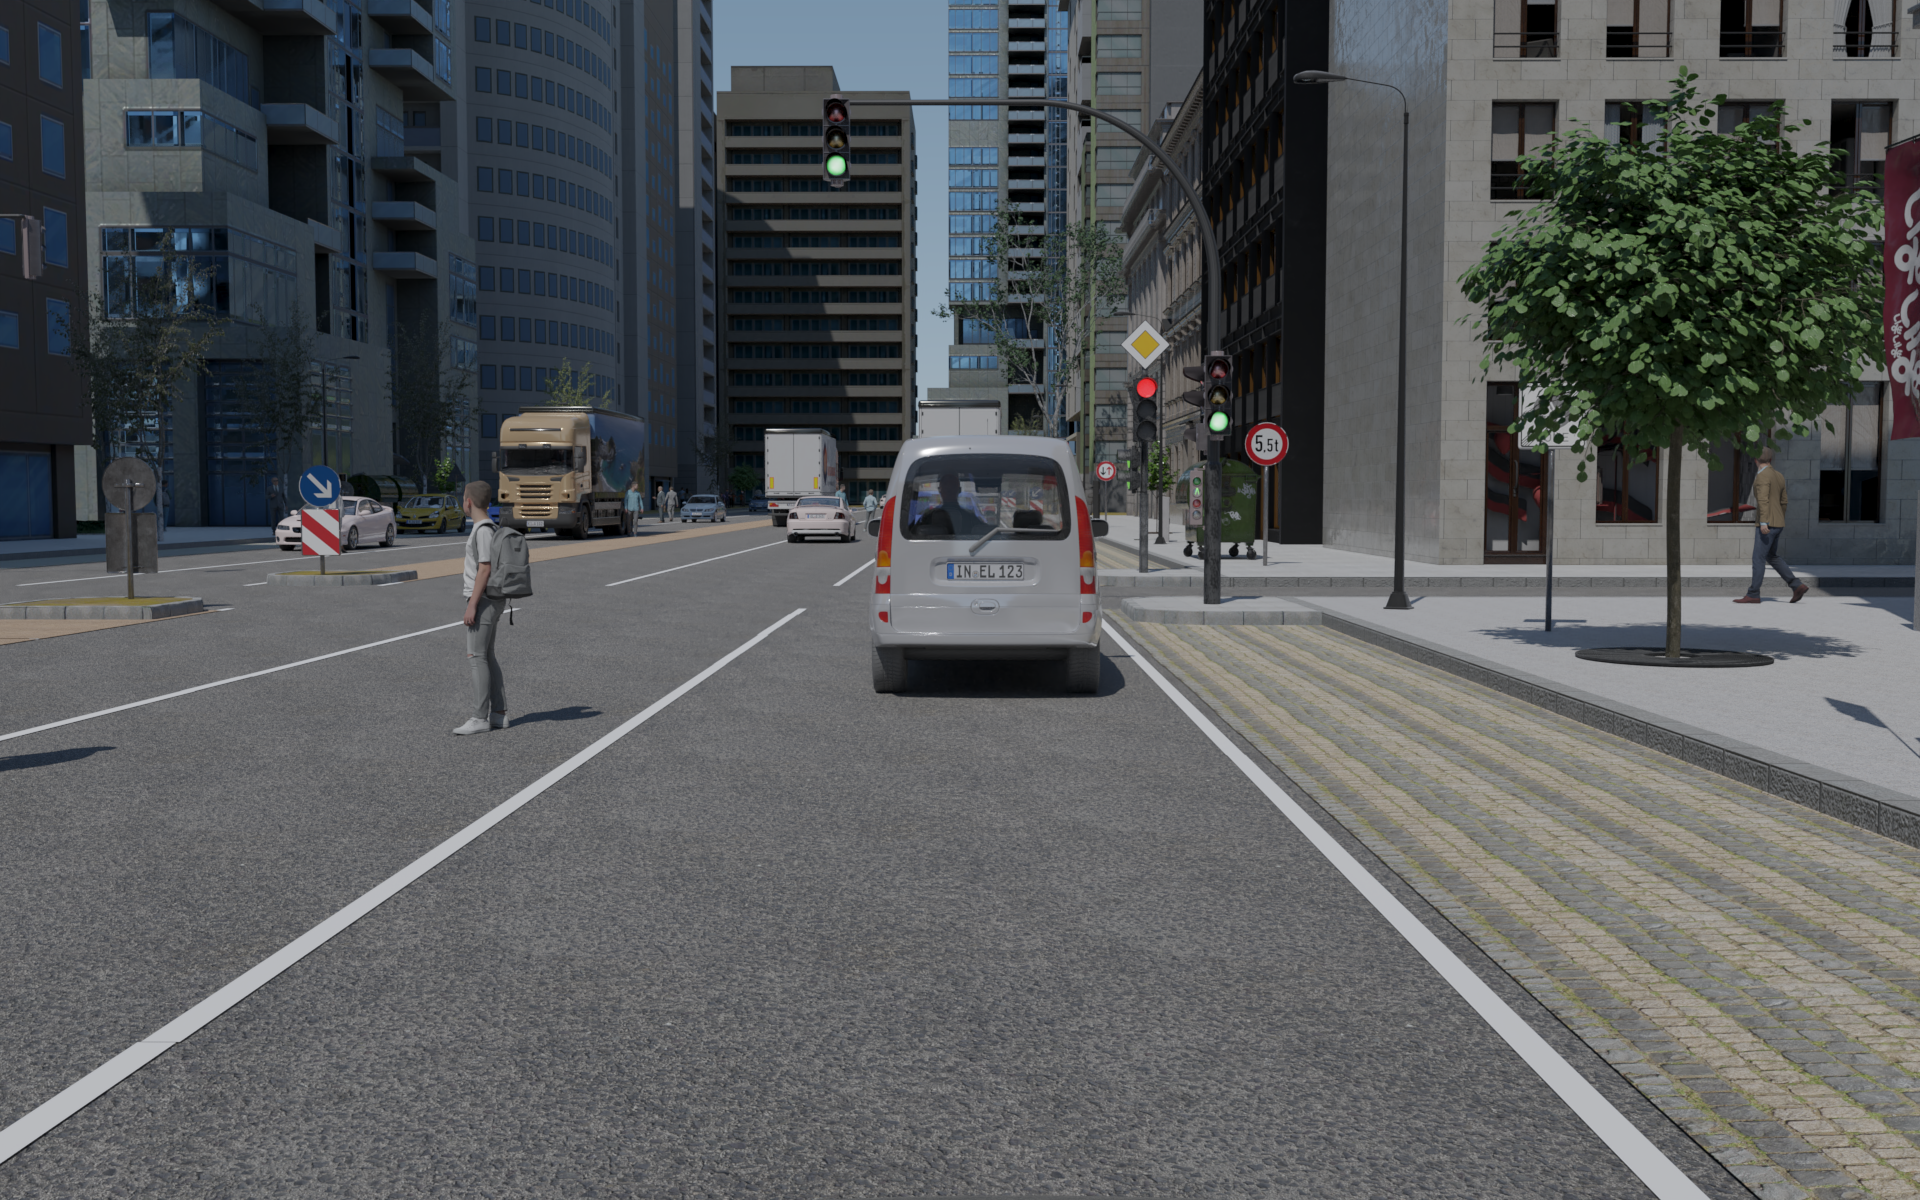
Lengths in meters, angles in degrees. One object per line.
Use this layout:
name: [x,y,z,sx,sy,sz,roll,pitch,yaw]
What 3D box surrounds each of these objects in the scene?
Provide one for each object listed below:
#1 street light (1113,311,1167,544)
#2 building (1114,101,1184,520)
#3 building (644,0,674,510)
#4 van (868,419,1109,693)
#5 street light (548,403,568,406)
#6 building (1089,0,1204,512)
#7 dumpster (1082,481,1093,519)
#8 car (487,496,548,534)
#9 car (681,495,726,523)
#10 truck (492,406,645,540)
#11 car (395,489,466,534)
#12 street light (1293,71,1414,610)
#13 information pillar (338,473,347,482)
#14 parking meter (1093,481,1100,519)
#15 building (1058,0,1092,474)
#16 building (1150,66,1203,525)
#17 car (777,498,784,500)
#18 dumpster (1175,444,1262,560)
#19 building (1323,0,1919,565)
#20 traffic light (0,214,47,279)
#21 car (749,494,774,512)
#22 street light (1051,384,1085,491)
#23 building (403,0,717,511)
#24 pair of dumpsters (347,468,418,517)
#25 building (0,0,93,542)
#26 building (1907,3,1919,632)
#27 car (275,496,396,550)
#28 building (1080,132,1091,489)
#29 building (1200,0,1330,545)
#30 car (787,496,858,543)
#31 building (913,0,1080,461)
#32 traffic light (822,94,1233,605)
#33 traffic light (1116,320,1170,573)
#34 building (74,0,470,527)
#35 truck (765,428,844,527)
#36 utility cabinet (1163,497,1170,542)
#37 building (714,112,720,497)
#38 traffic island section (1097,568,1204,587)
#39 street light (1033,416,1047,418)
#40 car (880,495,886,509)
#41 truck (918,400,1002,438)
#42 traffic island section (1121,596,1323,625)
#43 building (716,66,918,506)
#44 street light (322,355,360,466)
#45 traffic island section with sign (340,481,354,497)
street light: [4.583,-4.379,44.135,1.470,5.913,1.316,0,4,0]
building: [15.682,-15.239,90.959,13.314,21.916,24.055,0,4,0]
building: [-30.898,-29.876,138.578,14.600,45.320,14.200,0,4,0]
van: [0.220,-0.418,13.854,2.013,2.044,4.112,0,4,1]
street light: [-20.570,-7.063,88.018,1.470,5.913,1.316,0,4,0]
building: [16.422,-27.072,126.220,14.154,41.232,14.086,0,4,0]
dumpster: [5.471,-4.455,78.596,1.264,1.857,1.865,0,4,0]
car: [-16.389,-3.318,63.833,1.945,1.707,3.694,0,4,1]
car: [-13.023,-4.657,88.152,2.014,1.417,4.499,0,4,2]
truck: [-12.817,-4.199,57.567,2.839,4.237,11.283,0,4,1]
car: [-19.138,-3.201,62.552,2.015,1.641,3.980,0,4,-1]
street light: [4.362,-2.853,19.187,1.470,5.913,1.316,0,4,0]
information pillar: [-21.593,-3.431,60.596,0.304,2.012,0.304,-1,4,-20]
parking meter: [5.980,-4.291,75.864,0.255,1.863,0.399,1,4,17]
building: [24.062,-35.004,161.562,28.713,52.752,27.495,0,4,0]
building: [13.851,-12.526,69.426,10.561,19.102,19.286,0,4,0]
car: [-12.479,-7.319,128.344,2.281,1.827,5.304,0,4,-1]
dumpster: [5.143,-1.953,34.424,1.502,2.255,1.985,0,4,0]
building: [17.086,-11.070,35.745,16.860,20.320,10.420,0,4,0]
traffic light: [-17.396,-3.278,28.266,4.771,5.953,1.251,0,4,0]
car: [-16.244,-7.959,142.133,2.014,1.417,4.499,0,4,0]
street light: [4.722,-6.166,73.351,1.470,5.913,1.316,0,4,0]
building: [-38.019,-38.095,164.845,28.212,58.520,21.231,0,4,0]
pair of dumpsters: [-21.366,-3.746,63.747,1.574,2.255,4.437,0,4,0]
building: [-32.268,-23.989,42.324,14.600,45.320,14.200,0,4,0]
building: [15.086,-13.263,4.243,14.401,28.519,23.554,0,4,0]
car: [-16.330,-2.028,45.519,2.083,1.381,4.827,0,4,0]
building: [16.752,-22.605,141.288,14.160,30.474,14.107,0,4,0]
building: [14.330,-13.536,50.999,12.332,23.373,15.834,0,4,0]
car: [-4.152,-2.436,52.196,2.083,1.381,4.827,0,4,0]
building: [10.404,-54.191,198.702,31.000,86.520,22.319,0,4,0]
traffic light: [0.822,-2.772,19.990,4.771,5.953,1.251,0,4,0]
traffic light: [2.972,-2.396,28.101,0.839,4.253,0.868,0,4,0]
building: [-36.458,-46.931,79.993,22.319,86.520,31.000,0,4,0]
truck: [-7.084,-5.545,79.574,2.839,4.237,11.283,0,4,0]
utility cabinet: [5.492,-2.162,46.517,0.306,1.237,1.020,0,4,7]
building: [-34.125,-33.503,197.881,14.200,45.320,14.600,0,4,0]
traffic island section: [3.012,-0.363,28.215,2.009,0.180,2.903,0,4,0]
street light: [5.012,-7.952,102.558,1.470,5.913,1.316,0,4,0]
car: [-6.821,-9.578,168.956,2.083,1.381,4.827,0,4,1]
truck: [0.133,-4.181,57.278,2.839,4.237,11.283,0,4,2]
traffic island section: [2.955,0.125,20.230,2.009,0.180,2.903,0,4,0]
building: [-15.896,-35.250,200.044,21.600,48.544,21.300,0,4,0]
street light: [-20.796,-5.237,58.171,1.470,5.913,1.316,0,4,0]
traffic island section with sign: [-19.024,-2.713,52.981,1.989,1.847,2.006,0,4,0]
